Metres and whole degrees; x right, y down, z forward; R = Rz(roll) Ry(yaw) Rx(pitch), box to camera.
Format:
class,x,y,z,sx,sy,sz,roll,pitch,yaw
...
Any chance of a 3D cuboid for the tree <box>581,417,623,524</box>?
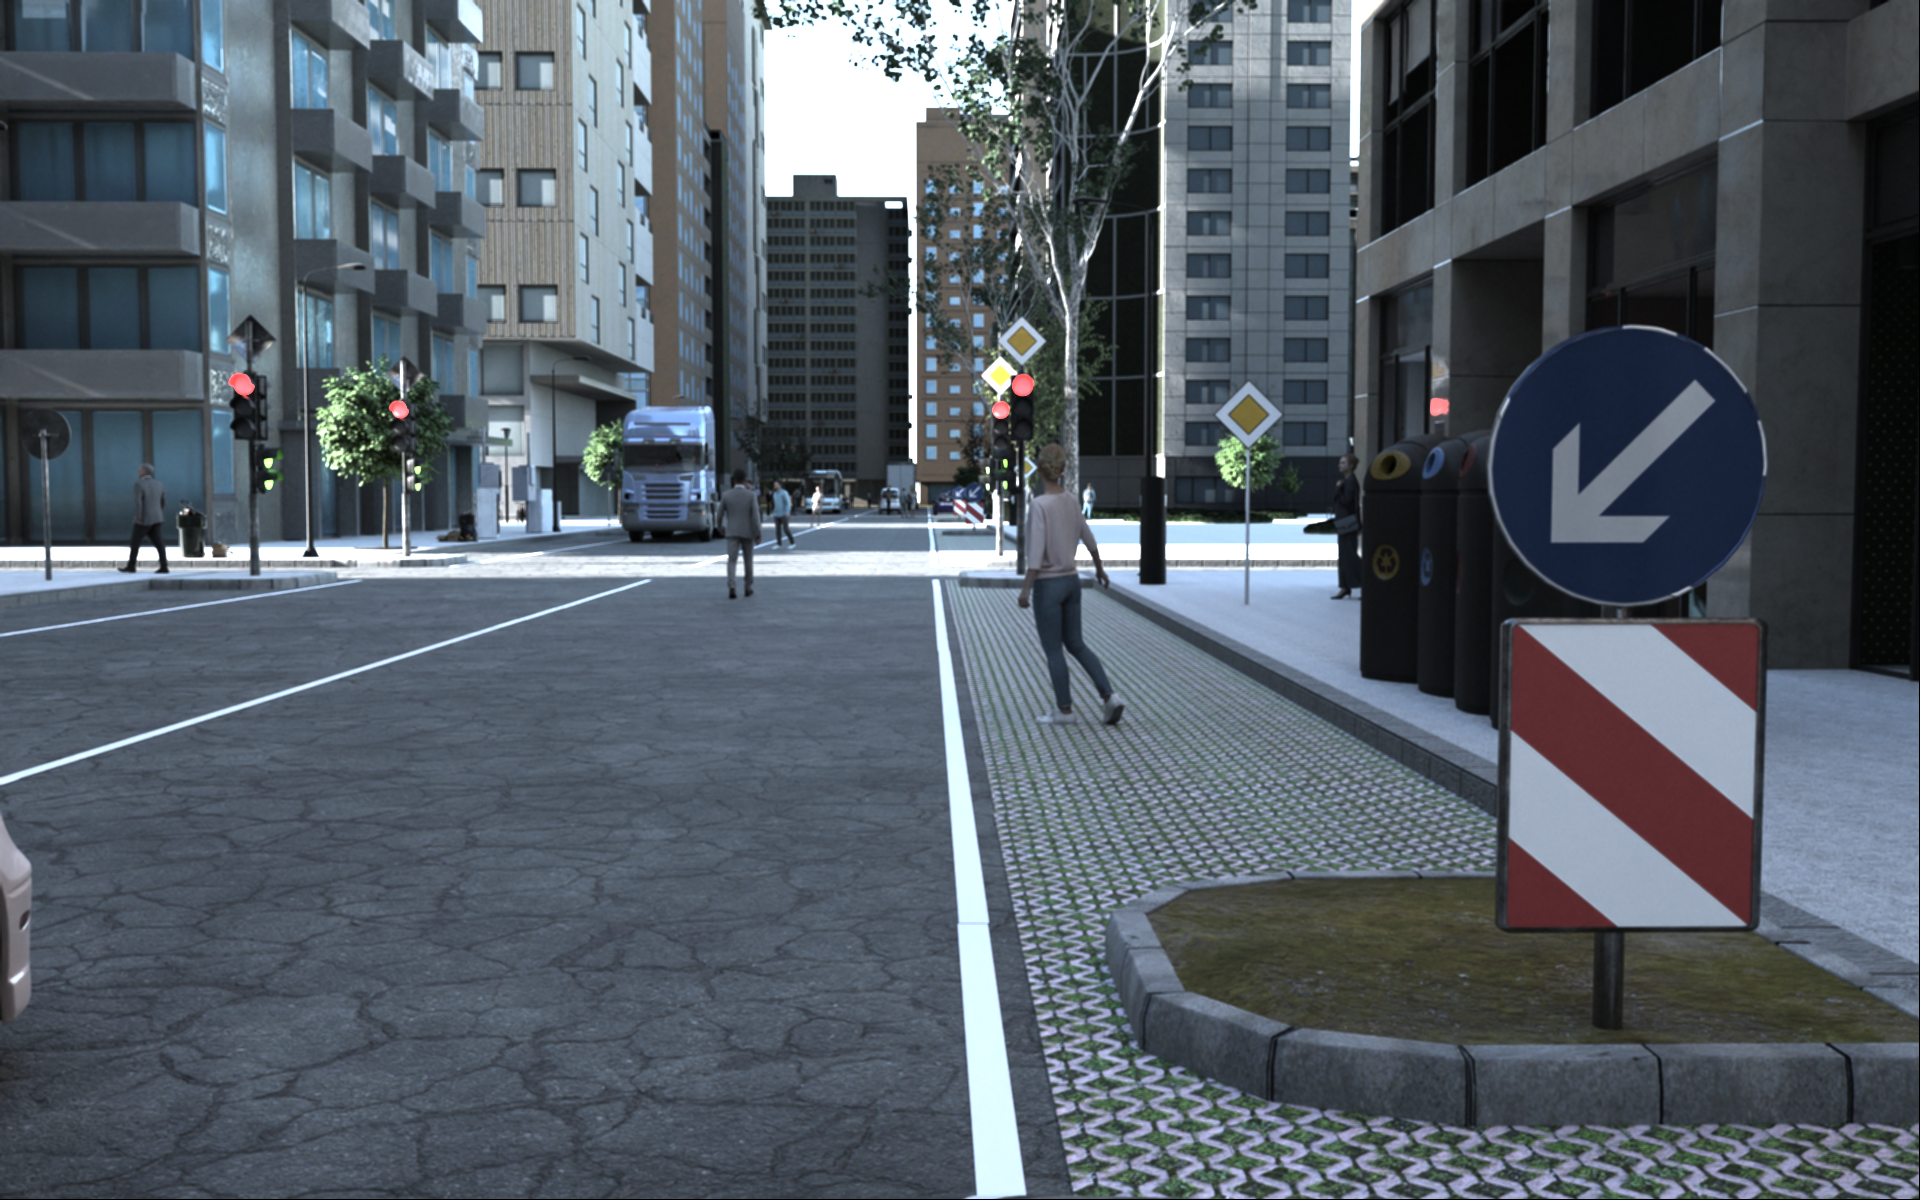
class,x,y,z,sx,sy,sz,roll,pitch,yaw
tree,-14.497,-5.504,73.705,4.285,4.588,4.351,0,3,0

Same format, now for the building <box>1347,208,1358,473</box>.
class,x,y,z,sx,sy,sz,roll,pitch,yaw
building,42.952,-24.840,177.829,14.107,30.474,14.160,0,4,-1

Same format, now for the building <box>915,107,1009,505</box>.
class,x,y,z,sx,sy,sz,roll,pitch,yaw
building,1.935,-33.864,203.794,14.200,45.320,14.600,0,4,-1

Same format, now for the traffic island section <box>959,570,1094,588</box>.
class,x,y,z,sx,sy,sz,roll,pitch,yaw
traffic island section,0.997,-0.323,27.563,2.009,0.180,2.903,0,4,-1

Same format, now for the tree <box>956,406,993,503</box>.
class,x,y,z,sx,sy,sz,roll,pitch,yaw
tree,1.574,-11.830,143.778,4.360,8.622,3.978,0,3,0

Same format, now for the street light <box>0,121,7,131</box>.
class,x,y,z,sx,sy,sz,roll,pitch,yaw
street light,-12.524,-3.002,21.620,1.470,5.913,1.316,0,4,-1

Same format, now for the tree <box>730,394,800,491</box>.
class,x,y,z,sx,sy,sz,roll,pitch,yaw
tree,-15.013,-10.873,128.136,4.360,8.622,3.978,0,3,0

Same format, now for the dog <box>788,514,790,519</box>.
class,x,y,z,sx,sy,sz,roll,pitch,yaw
dog,-10.109,-5.120,100.544,0.513,0.831,0.800,1,4,12

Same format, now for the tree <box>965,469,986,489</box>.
class,x,y,z,sx,sy,sz,roll,pitch,yaw
tree,1.415,-8.383,131.663,1.663,3.219,1.824,0,3,0

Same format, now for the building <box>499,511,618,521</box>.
class,x,y,z,sx,sy,sz,roll,pitch,yaw
building,-31.799,-30.834,93.382,28.713,52.752,27.495,0,4,-1

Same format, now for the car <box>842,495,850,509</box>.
class,x,y,z,sx,sy,sz,roll,pitch,yaw
car,-11.315,-9.190,162.836,1.945,1.354,3.894,0,4,0

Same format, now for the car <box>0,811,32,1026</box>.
class,x,y,z,sx,sy,sz,roll,pitch,yaw
car,-3.094,0.618,2.258,2.083,1.381,4.827,0,4,-2

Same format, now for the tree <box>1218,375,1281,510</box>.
class,x,y,z,sx,sy,sz,roll,pitch,yaw
tree,17.954,-9.657,108.249,4.360,8.622,3.978,0,3,0

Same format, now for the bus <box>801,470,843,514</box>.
class,x,y,z,sx,sy,sz,roll,pitch,yaw
bus,-10.196,-8.254,129.817,2.948,3.499,13.247,0,4,-3

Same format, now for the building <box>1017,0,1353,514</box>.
class,x,y,z,sx,sy,sz,roll,pitch,yaw
building,14.803,-41.757,120.971,20.563,71.187,20.611,0,4,-1

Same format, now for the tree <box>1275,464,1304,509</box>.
class,x,y,z,sx,sy,sz,roll,pitch,yaw
tree,19.453,-6.533,101.418,1.663,3.219,1.824,0,3,0

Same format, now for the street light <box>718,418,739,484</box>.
class,x,y,z,sx,sy,sz,roll,pitch,yaw
street light,-14.103,-8.110,105.142,1.470,5.913,1.316,0,4,-1

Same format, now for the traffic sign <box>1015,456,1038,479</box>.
class,x,y,z,sx,sy,sz,roll,pitch,yaw
traffic sign,2.308,-3.679,59.881,0.795,2.593,0.064,0,4,3

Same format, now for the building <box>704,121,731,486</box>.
class,x,y,z,sx,sy,sz,roll,pitch,yaw
building,-25.285,-22.001,131.420,14.160,30.474,14.107,0,4,-1

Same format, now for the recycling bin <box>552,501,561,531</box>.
class,x,y,z,sx,sy,sz,roll,pitch,yaw
recycling bin,-14.228,-2.910,60.135,0.722,1.027,0.722,-1,4,-10

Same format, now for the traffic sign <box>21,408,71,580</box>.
class,x,y,z,sx,sy,sz,roll,pitch,yaw
traffic sign,-13.570,-1.566,25.715,0.768,2.556,0.104,0,4,4

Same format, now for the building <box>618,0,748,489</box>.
class,x,y,z,sx,sy,sz,roll,pitch,yaw
building,-25.641,-30.316,145.777,14.600,45.320,14.200,0,4,-1

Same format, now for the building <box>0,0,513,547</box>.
class,x,y,z,sx,sy,sz,roll,pitch,yaw
building,-28.144,-26.547,53.652,23.786,49.044,30.456,0,4,-1

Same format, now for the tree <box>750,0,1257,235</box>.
class,x,y,z,sx,sy,sz,roll,pitch,yaw
tree,1.494,-11.513,44.133,12.611,20.169,13.585,0,3,0

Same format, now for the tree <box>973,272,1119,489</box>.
class,x,y,z,sx,sy,sz,roll,pitch,yaw
tree,2.927,-6.465,56.061,4.737,8.622,4.395,0,3,0

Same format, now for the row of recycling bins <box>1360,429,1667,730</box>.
class,x,y,z,sx,sy,sz,roll,pitch,yaw
row of recycling bins,3.338,-0.220,10.717,1.069,1.692,3.534,0,4,-2

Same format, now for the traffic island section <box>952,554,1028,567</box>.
class,x,y,z,sx,sy,sz,roll,pitch,yaw
traffic island section,0.845,-0.811,35.546,2.009,0.180,2.903,0,4,-1

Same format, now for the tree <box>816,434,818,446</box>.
class,x,y,z,sx,sy,sz,roll,pitch,yaw
tree,-16.378,-13.771,175.525,4.360,8.622,3.978,0,3,0

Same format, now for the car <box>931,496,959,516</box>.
class,x,y,z,sx,sy,sz,roll,pitch,yaw
car,-0.934,-6.296,115.525,1.945,1.354,3.894,0,4,-2

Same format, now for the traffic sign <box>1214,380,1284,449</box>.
class,x,y,z,sx,sy,sz,roll,pitch,yaw
traffic sign,3.352,-1.243,20.050,0.795,2.593,0.064,0,4,7

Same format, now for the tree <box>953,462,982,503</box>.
class,x,y,z,sx,sy,sz,roll,pitch,yaw
tree,0.871,-11.679,174.666,4.285,4.588,4.351,0,3,0

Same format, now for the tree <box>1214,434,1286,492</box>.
class,x,y,z,sx,sy,sz,roll,pitch,yaw
tree,13.540,-5.941,80.850,4.285,4.588,4.351,0,3,0

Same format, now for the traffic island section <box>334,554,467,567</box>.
class,x,y,z,sx,sy,sz,roll,pitch,yaw
traffic island section,-11.294,-0.798,35.320,2.009,0.180,2.903,0,4,-1

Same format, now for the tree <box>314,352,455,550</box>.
class,x,y,z,sx,sy,sz,roll,pitch,yaw
tree,-13.381,-3.454,40.189,4.285,4.588,4.351,0,3,0

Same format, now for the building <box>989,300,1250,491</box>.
class,x,y,z,sx,sy,sz,roll,pitch,yaw
building,17.192,-19.811,168.956,27.650,21.520,28.899,0,4,-1

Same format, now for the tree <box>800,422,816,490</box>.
class,x,y,z,sx,sy,sz,roll,pitch,yaw
tree,-16.219,-12.707,158.129,4.360,8.622,3.978,0,3,0

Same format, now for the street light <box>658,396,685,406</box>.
class,x,y,z,sx,sy,sz,roll,pitch,yaw
street light,-13.659,-6.680,81.757,1.470,5.913,1.316,0,4,-1

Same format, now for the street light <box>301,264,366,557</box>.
class,x,y,z,sx,sy,sz,roll,pitch,yaw
street light,-12.663,-3.823,35.051,1.470,5.913,1.316,0,4,-1

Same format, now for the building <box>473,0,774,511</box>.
class,x,y,z,sx,sy,sz,roll,pitch,yaw
building,-32.976,-35.397,167.981,27.495,52.752,28.713,0,4,-1

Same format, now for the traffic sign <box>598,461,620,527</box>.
class,x,y,z,sx,sy,sz,roll,pitch,yaw
traffic sign,-13.792,-4.160,68.013,0.884,2.594,0.081,1,4,8

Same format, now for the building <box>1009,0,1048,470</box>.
class,x,y,z,sx,sy,sz,roll,pitch,yaw
building,15.187,-31.754,142.886,21.300,48.544,21.600,0,4,-1

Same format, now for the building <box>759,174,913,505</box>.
class,x,y,z,sx,sy,sz,roll,pitch,yaw
building,-17.823,-31.871,212.966,23.993,40.220,32.217,0,4,-1

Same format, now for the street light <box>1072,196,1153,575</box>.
class,x,y,z,sx,sy,sz,roll,pitch,yaw
street light,2.442,-3.344,27.219,1.470,5.913,1.316,0,4,-1

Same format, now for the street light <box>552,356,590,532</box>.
class,x,y,z,sx,sy,sz,roll,pitch,yaw
street light,-13.165,-5.259,58.524,1.470,5.913,1.316,0,4,-1

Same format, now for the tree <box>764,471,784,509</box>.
class,x,y,z,sx,sy,sz,roll,pitch,yaw
tree,-15.698,-9.360,147.629,1.663,3.219,1.824,0,3,0

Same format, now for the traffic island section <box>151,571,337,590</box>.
class,x,y,z,sx,sy,sz,roll,pitch,yaw
traffic island section,-11.142,-0.309,27.337,2.009,0.180,2.903,0,4,-1

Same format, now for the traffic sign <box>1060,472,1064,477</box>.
class,x,y,z,sx,sy,sz,roll,pitch,yaw
traffic sign,2.858,-3.248,53.108,0.884,2.594,0.081,0,4,0

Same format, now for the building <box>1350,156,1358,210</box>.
class,x,y,z,sx,sy,sz,roll,pitch,yaw
building,45.105,-31.843,204.233,14.086,41.232,14.154,0,4,-1
